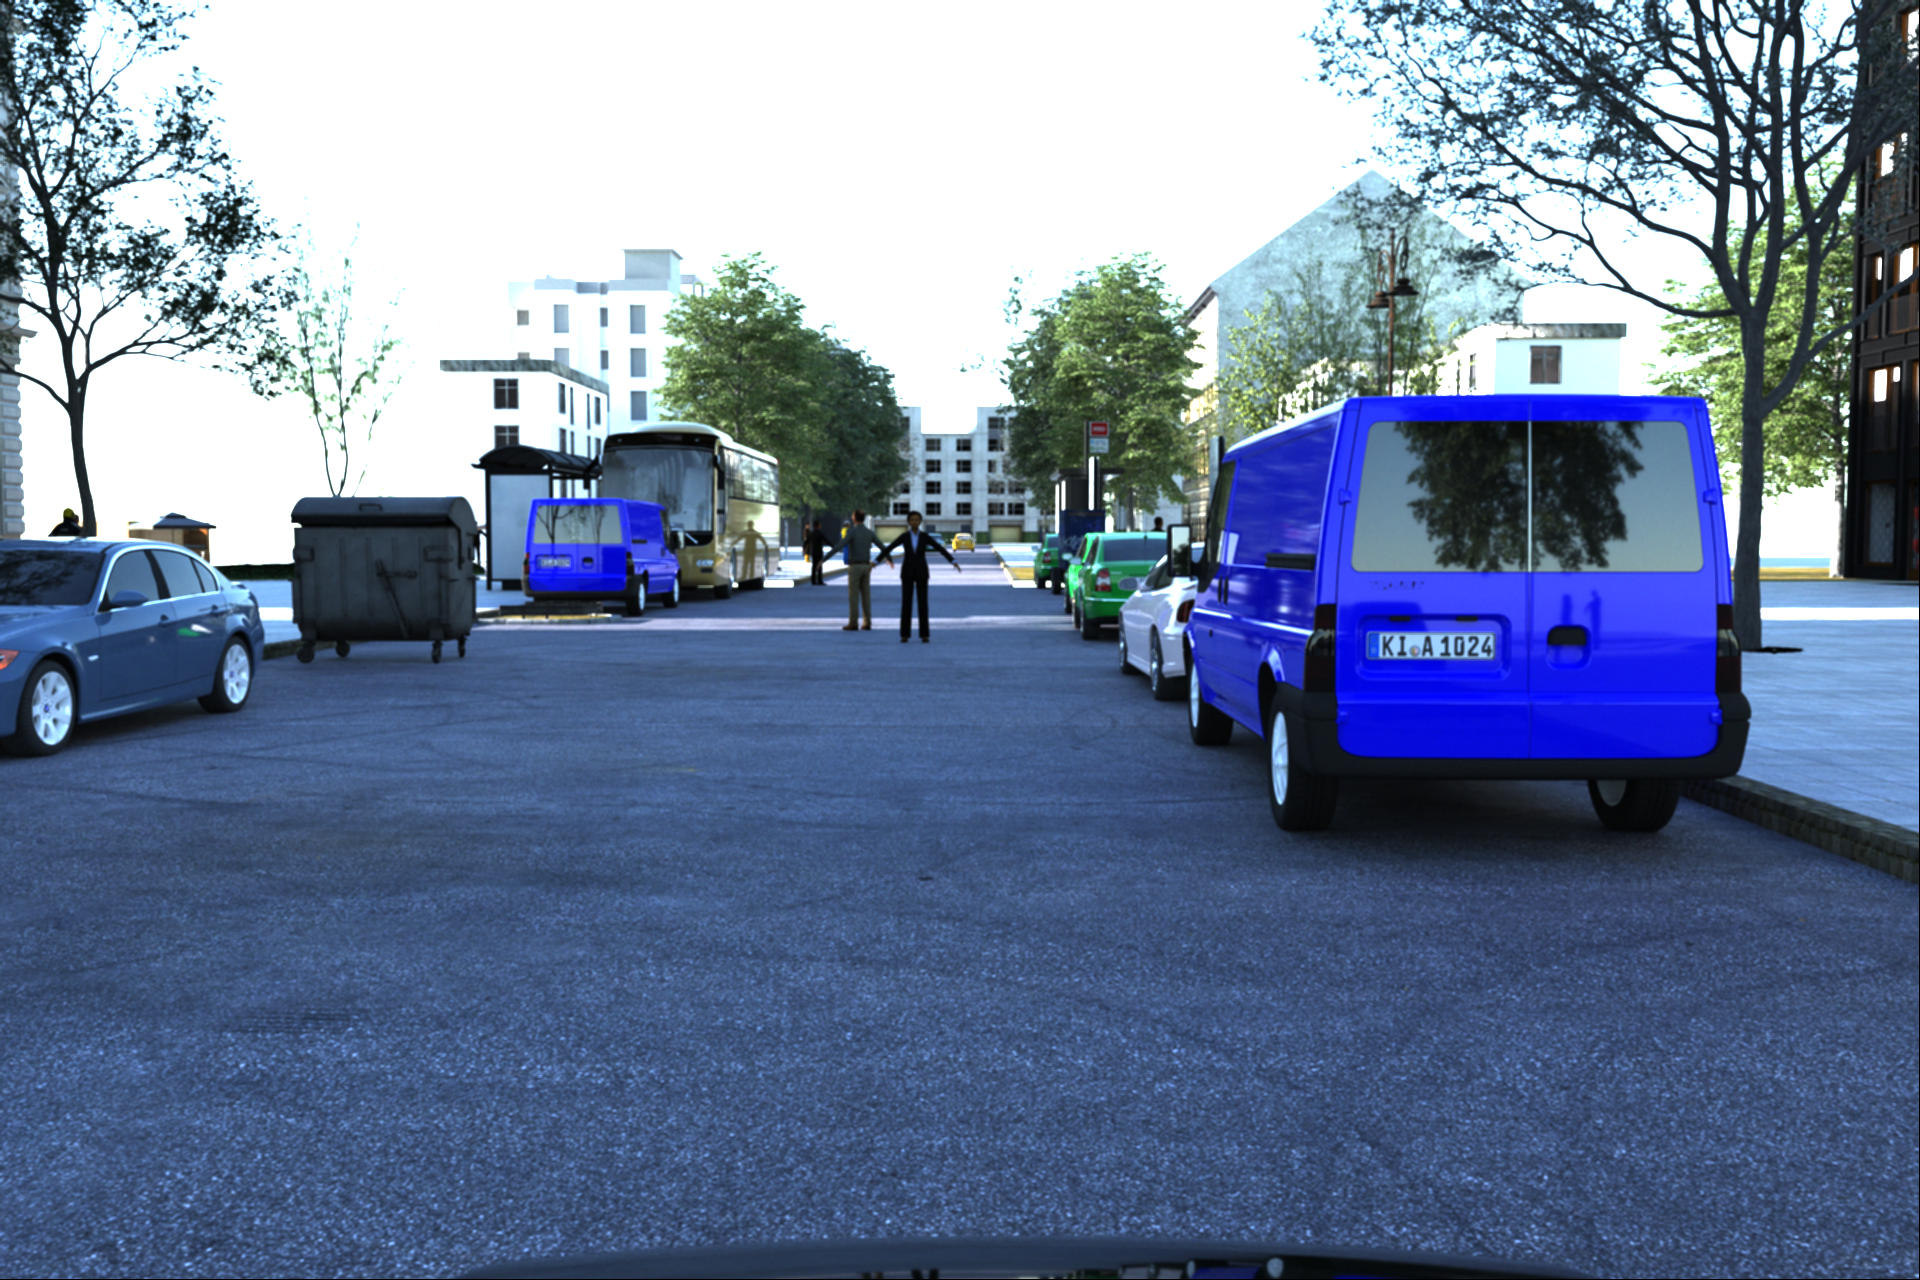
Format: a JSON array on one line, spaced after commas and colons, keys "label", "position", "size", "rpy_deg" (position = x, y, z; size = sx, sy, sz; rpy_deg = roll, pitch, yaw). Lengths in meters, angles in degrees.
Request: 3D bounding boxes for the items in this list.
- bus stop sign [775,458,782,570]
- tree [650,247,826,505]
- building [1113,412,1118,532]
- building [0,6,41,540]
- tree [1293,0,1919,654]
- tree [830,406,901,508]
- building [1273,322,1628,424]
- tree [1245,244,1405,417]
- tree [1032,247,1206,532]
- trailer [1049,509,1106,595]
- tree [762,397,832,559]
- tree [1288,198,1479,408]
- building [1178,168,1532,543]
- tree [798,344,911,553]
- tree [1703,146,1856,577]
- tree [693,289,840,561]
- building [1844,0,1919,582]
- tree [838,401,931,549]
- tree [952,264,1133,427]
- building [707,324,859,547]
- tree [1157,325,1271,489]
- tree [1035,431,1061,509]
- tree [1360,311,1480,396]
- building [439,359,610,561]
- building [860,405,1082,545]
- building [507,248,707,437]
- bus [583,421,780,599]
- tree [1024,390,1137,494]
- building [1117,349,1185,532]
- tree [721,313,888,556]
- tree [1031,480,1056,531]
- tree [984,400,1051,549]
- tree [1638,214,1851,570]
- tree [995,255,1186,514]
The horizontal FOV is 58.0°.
[{"label": "bus stop sign", "position": [-6.711, -4.425, 61.058], "size": [0.855, 3.939, 0.416], "rpy_deg": [0, 4, 1]}, {"label": "tree", "position": [-8.877, -9.212, 68.749], "size": [7.486, 12.596, 7.792], "rpy_deg": [0, 3, 0]}, {"label": "building", "position": [28.118, -22.845, 204.450], "size": [19.493, 23.208, 18.063], "rpy_deg": [0, 4, 0]}, {"label": "building", "position": [-31.062, -12.913, 38.843], "size": [11.050, 23.595, 19.941], "rpy_deg": [0, 4, 1]}, {"label": "tree", "position": [8.785, -6.627, 18.720], "size": [12.009, 13.543, 11.850], "rpy_deg": [0, 3, 0]}, {"label": "tree", "position": [-8.269, -12.856, 135.953], "size": [9.928, 11.665, 9.643], "rpy_deg": [0, 3, 0]}, {"label": "building", "position": [21.940, -8.605, 82.839], "size": [9.099, 9.664, 28.070], "rpy_deg": [0, 4, 0]}, {"label": "tree", "position": [9.081, -5.783, 44.910], "size": [4.360, 8.622, 3.978], "rpy_deg": [0, 3, 0]}, {"label": "tree", "position": [6.494, -9.233, 69.092], "size": [7.486, 12.596, 7.792], "rpy_deg": [0, 3, 0]}, {"label": "trailer", "position": [2.904, -2.142, 42.064], "size": [1.471, 1.999, 3.904], "rpy_deg": [0, 3, 0]}, {"label": "tree", "position": [-9.263, -8.529, 89.809], "size": [4.360, 8.622, 3.978], "rpy_deg": [0, 3, 0]}, {"label": "tree", "position": [8.916, -5.264, 36.428], "size": [4.360, 8.622, 3.978], "rpy_deg": [0, 3, 0]}, {"label": "building", "position": [24.904, -17.287, 113.579], "size": [19.493, 23.208, 18.063], "rpy_deg": [0, 4, 1]}, {"label": "tree", "position": [-7.715, -12.841, 116.610], "size": [9.857, 13.997, 8.962], "rpy_deg": [0, 3, 0]}, {"label": "tree", "position": [25.833, -8.151, 51.393], "size": [7.486, 12.596, 7.792], "rpy_deg": [0, 3, 0]}, {"label": "tree", "position": [-8.919, -9.941, 80.664], "size": [7.486, 12.596, 7.792], "rpy_deg": [0, 3, 0]}, {"label": "building", "position": [29.469, -12.758, 37.258], "size": [12.332, 23.479, 15.834], "rpy_deg": [0, 4, 1]}, {"label": "tree", "position": [-7.661, -14.622, 149.435], "size": [12.009, 13.543, 11.850], "rpy_deg": [0, 3, 0]}, {"label": "tree", "position": [6.247, -16.305, 122.480], "size": [12.611, 20.169, 13.585], "rpy_deg": [0, 3, 0]}, {"label": "building", "position": [-25.879, -20.844, 184.773], "size": [27.936, 21.610, 32.646], "rpy_deg": [0, 4, 2]}, {"label": "tree", "position": [9.193, -6.746, 60.660], "size": [4.360, 8.622, 3.978], "rpy_deg": [0, 3, 0]}, {"label": "tree", "position": [6.710, -9.774, 110.170], "size": [4.360, 8.622, 3.978], "rpy_deg": [0, 3, 0]}, {"label": "tree", "position": [15.072, -6.490, 56.477], "size": [4.737, 8.622, 4.395], "rpy_deg": [0, 3, 0]}, {"label": "building", "position": [-24.169, -9.480, 97.141], "size": [9.099, 9.664, 28.070], "rpy_deg": [0, 4, 0]}, {"label": "building", "position": [1.593, -22.994, 244.867], "size": [31.486, 18.905, 16.747], "rpy_deg": [0, 4, -4]}, {"label": "building", "position": [-23.937, -15.867, 115.840], "size": [16.016, 20.090, 11.380], "rpy_deg": [0, 4, 1]}, {"label": "bus", "position": [-6.235, -3.057, 41.526], "size": [2.896, 3.916, 12.252], "rpy_deg": [0, 4, 0]}, {"label": "tree", "position": [7.123, -10.132, 100.063], "size": [7.601, 10.594, 8.767], "rpy_deg": [-3, 4, -39]}, {"label": "building", "position": [25.100, -18.683, 171.919], "size": [16.747, 18.905, 31.486], "rpy_deg": [0, 4, 1]}, {"label": "tree", "position": [-8.883, -11.809, 99.735], "size": [9.857, 13.997, 8.962], "rpy_deg": [0, 3, 0]}, {"label": "tree", "position": [7.917, -11.378, 136.387], "size": [4.360, 8.622, 3.978], "rpy_deg": [0, 3, 0]}, {"label": "tree", "position": [7.470, -14.812, 152.545], "size": [12.009, 13.543, 11.850], "rpy_deg": [0, 3, 0]}, {"label": "tree", "position": [28.191, -8.806, 62.100], "size": [7.486, 12.596, 7.792], "rpy_deg": [0, 3, 0]}, {"label": "tree", "position": [6.288, -10.661, 80.968], "size": [9.857, 13.997, 8.962], "rpy_deg": [0, 3, 0]}]
